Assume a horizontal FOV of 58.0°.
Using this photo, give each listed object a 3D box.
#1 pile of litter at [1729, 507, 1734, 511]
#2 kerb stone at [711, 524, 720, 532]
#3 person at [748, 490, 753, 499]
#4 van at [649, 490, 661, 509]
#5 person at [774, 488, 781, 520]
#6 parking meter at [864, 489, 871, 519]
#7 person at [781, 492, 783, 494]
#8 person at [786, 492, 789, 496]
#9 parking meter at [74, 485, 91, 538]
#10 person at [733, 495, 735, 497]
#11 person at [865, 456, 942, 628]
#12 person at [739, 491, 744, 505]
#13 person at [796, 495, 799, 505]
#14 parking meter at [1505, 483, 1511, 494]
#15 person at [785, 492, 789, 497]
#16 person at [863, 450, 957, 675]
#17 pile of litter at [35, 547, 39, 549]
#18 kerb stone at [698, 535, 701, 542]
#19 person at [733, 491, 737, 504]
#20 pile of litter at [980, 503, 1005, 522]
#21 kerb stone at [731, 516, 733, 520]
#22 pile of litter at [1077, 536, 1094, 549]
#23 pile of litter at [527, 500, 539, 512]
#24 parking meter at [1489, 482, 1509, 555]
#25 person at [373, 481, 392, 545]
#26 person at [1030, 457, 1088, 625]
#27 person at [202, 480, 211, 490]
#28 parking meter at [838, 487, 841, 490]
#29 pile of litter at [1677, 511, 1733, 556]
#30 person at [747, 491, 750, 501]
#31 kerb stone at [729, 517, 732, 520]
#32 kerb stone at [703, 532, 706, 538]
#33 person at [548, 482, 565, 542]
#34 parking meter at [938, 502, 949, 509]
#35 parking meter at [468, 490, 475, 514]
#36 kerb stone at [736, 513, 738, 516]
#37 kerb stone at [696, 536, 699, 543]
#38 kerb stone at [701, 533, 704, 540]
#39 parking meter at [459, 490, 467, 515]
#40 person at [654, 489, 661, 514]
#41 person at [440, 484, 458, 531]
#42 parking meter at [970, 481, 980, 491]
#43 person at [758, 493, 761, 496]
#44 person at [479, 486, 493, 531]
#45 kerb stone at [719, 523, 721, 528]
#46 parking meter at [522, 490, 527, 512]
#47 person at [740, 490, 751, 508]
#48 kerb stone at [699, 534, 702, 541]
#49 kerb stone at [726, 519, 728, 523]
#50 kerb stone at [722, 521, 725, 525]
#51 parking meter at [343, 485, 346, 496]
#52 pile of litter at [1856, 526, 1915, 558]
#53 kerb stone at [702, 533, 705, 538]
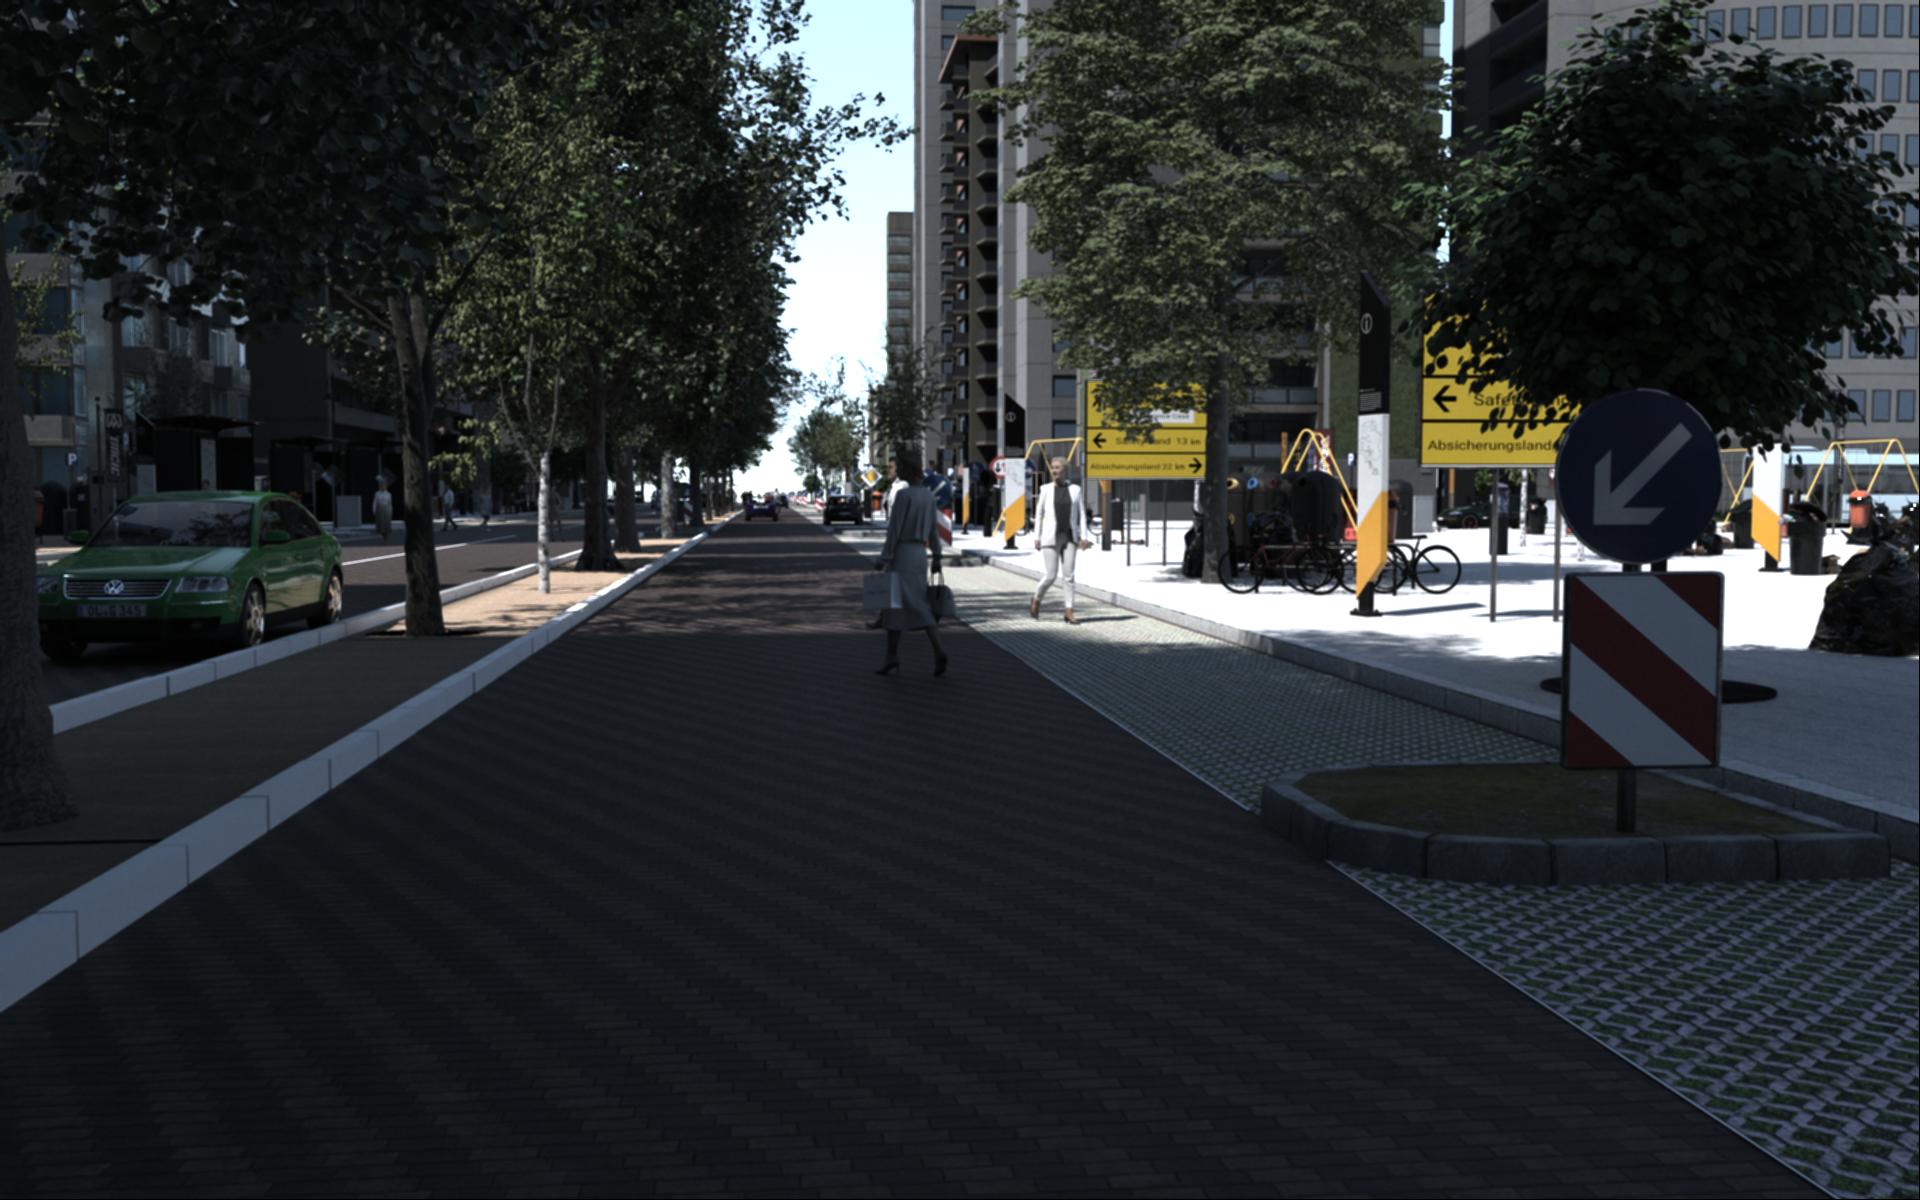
[{"bbox_3d":[26.000,-2.689,57.923,1.176,0.858,1.719,-3,5,-41],"label":"pile of litter"},{"bbox_3d":[-9.685,-2.829,68.502,0.120,0.150,1.000,0,4,-6],"label":"kerb stone"},{"bbox_3d":[-22.479,-10.915,186.598,0.705,1.869,1.348,-3,4,-38],"label":"person"},{"bbox_3d":[-30.102,-10.176,173.392,2.013,2.044,4.112,-1,4,-8],"label":"van"},{"bbox_3d":[-10.169,-5.368,96.491,0.478,1.798,0.641,-2,4,-29],"label":"person"},{"bbox_3d":[-4.844,-5.042,90.848,0.372,1.533,0.369,0,3,0],"label":"parking meter"},{"bbox_3d":[-22.835,-13.065,222.794,1.217,1.739,0.721,2,4,27],"label":"person"},{"bbox_3d":[-29.510,-17.674,298.178,1.217,1.736,0.721,-3,4,-38],"label":"person"},{"bbox_3d":[-23.875,-2.368,47.121,0.372,1.533,0.369,0,3,0],"label":"parking meter"},{"bbox_3d":[-37.776,-16.960,286.531,1.217,1.736,0.721,-2,4,-24],"label":"person"},{"bbox_3d":[-0.590,-0.603,18.465,0.850,1.850,0.679,1,4,14],"label":"person"},{"bbox_3d":[-29.552,-13.917,235.974,1.348,1.831,0.705,1,4,23],"label":"person"},{"bbox_3d":[-21.343,-13.453,229.012,0.434,1.755,0.990,-2,4,-34],"label":"person"},{"bbox_3d":[27.622,-5.004,87.523,0.255,1.863,0.399,-1,4,-19],"label":"parking meter"},{"bbox_3d":[-27.143,-15.869,268.675,1.217,1.735,0.721,0,4,-4],"label":"person"},{"bbox_3d":[-0.386,-0.294,13.656,0.694,1.780,0.624,-3,4,-37],"label":"person"},{"bbox_3d":[-22.111,-1.579,39.774,1.719,0.858,1.176,-2,4,-33],"label":"pile of litter"},{"bbox_3d":[-7.732,-1.740,50.644,0.120,0.150,1.000,0,4,-6],"label":"kerb stone"},{"bbox_3d":[-33.698,-15.376,259.881,0.705,1.826,1.348,1,4,20],"label":"person"},{"bbox_3d":[1.415,-4.092,80.862,1.719,0.858,1.176,0,4,4],"label":"pile of litter"},{"bbox_3d":[-12.143,-4.197,90.921,0.120,0.150,1.000,0,4,-6],"label":"kerb stone"},{"bbox_3d":[2.661,-1.659,41.098,1.176,0.858,1.719,2,4,30],"label":"pile of litter"},{"bbox_3d":[-30.651,-6.707,123.626,1.719,0.858,1.176,-1,4,-11],"label":"pile of litter"},{"bbox_3d":[11.337,-1.713,36.423,0.372,1.533,0.369,0,3,0],"label":"parking meter"},{"bbox_3d":[-16.186,-2.441,48.638,0.478,1.798,0.641,0,4,0],"label":"person"},{"bbox_3d":[1.073,-0.658,19.140,0.514,1.842,0.818,-2,4,-29],"label":"person"},{"bbox_3d":[-19.749,-2.256,45.478,0.635,1.810,0.391,3,5,43],"label":"person"},{"bbox_3d":[-9.675,-8.160,139.133,0.255,1.863,0.399,0,4,-8],"label":"parking meter"},{"bbox_3d":[15.429,-1.376,36.464,1.719,0.858,1.176,-2,4,-34],"label":"pile of litter"},{"bbox_3d":[-23.553,-11.277,193.555,0.721,1.739,1.217,0,4,3],"label":"person"},{"bbox_3d":[-11.911,-4.079,88.884,0.120,0.150,1.000,0,4,-6],"label":"kerb stone"},{"bbox_3d":[-8.182,-1.987,54.716,0.120,0.150,1.000,0,4,-6],"label":"kerb stone"},{"bbox_3d":[-12.202,-2.648,52.128,0.599,1.781,0.374,0,4,-8],"label":"person"},{"bbox_3d":[-0.667,-3.832,71.068,0.372,1.533,0.369,0,3,0],"label":"parking meter"},{"bbox_3d":[-32.005,-6.427,113.490,0.372,1.533,0.369,0,3,0],"label":"parking meter"},{"bbox_3d":[-13.594,-5.010,104.167,0.120,0.150,1.000,0,4,-6],"label":"kerb stone"},{"bbox_3d":[-7.622,-1.678,49.627,0.120,0.150,1.000,0,4,-6],"label":"kerb stone"},{"bbox_3d":[-7.954,-1.865,52.684,0.120,0.150,1.000,0,4,-6],"label":"kerb stone"},{"bbox_3d":[-30.119,-6.064,104.862,0.399,1.863,0.255,1,4,11],"label":"parking meter"},{"bbox_3d":[-21.920,-7.157,125.865,0.624,1.780,0.694,-2,4,-34],"label":"person"},{"bbox_3d":[-19.900,-3.594,67.368,0.679,1.850,0.850,3,5,43],"label":"person"},{"bbox_3d":[0.748,-5.334,92.919,0.399,1.863,0.255,-1,4,-15],"label":"parking meter"},{"bbox_3d":[-33.381,-17.018,288.205,0.593,1.643,0.415,-2,4,-33],"label":"person"},{"bbox_3d":[-18.357,-3.525,66.889,0.760,1.731,0.466,3,4,39],"label":"person"},{"bbox_3d":[-9.903,-2.953,70.534,0.120,0.150,1.000,0,4,-6],"label":"kerb stone"},{"bbox_3d":[-30.492,-6.900,121.224,0.372,1.533,0.369,0,3,0],"label":"parking meter"},{"bbox_3d":[-20.193,-9.471,163.378,1.348,1.821,0.705,-2,4,-30],"label":"person"},{"bbox_3d":[-7.843,-1.802,51.660,0.120,0.150,1.000,0,4,-6],"label":"kerb stone"},{"bbox_3d":[-11.026,-3.581,80.741,0.120,0.150,1.000,0,4,-6],"label":"kerb stone"},{"bbox_3d":[-10.460,-3.269,75.638,0.120,0.150,1.000,0,4,-6],"label":"kerb stone"},{"bbox_3d":[-39.753,-6.519,112.299,0.255,1.863,0.399,2,4,33],"label":"parking meter"},{"bbox_3d":[18.821,-1.295,35.145,1.176,0.858,1.719,3,5,43],"label":"pile of litter"},{"bbox_3d":[-8.061,-1.927,53.700,0.120,0.150,1.000,0,4,-6],"label":"kerb stone"}]
